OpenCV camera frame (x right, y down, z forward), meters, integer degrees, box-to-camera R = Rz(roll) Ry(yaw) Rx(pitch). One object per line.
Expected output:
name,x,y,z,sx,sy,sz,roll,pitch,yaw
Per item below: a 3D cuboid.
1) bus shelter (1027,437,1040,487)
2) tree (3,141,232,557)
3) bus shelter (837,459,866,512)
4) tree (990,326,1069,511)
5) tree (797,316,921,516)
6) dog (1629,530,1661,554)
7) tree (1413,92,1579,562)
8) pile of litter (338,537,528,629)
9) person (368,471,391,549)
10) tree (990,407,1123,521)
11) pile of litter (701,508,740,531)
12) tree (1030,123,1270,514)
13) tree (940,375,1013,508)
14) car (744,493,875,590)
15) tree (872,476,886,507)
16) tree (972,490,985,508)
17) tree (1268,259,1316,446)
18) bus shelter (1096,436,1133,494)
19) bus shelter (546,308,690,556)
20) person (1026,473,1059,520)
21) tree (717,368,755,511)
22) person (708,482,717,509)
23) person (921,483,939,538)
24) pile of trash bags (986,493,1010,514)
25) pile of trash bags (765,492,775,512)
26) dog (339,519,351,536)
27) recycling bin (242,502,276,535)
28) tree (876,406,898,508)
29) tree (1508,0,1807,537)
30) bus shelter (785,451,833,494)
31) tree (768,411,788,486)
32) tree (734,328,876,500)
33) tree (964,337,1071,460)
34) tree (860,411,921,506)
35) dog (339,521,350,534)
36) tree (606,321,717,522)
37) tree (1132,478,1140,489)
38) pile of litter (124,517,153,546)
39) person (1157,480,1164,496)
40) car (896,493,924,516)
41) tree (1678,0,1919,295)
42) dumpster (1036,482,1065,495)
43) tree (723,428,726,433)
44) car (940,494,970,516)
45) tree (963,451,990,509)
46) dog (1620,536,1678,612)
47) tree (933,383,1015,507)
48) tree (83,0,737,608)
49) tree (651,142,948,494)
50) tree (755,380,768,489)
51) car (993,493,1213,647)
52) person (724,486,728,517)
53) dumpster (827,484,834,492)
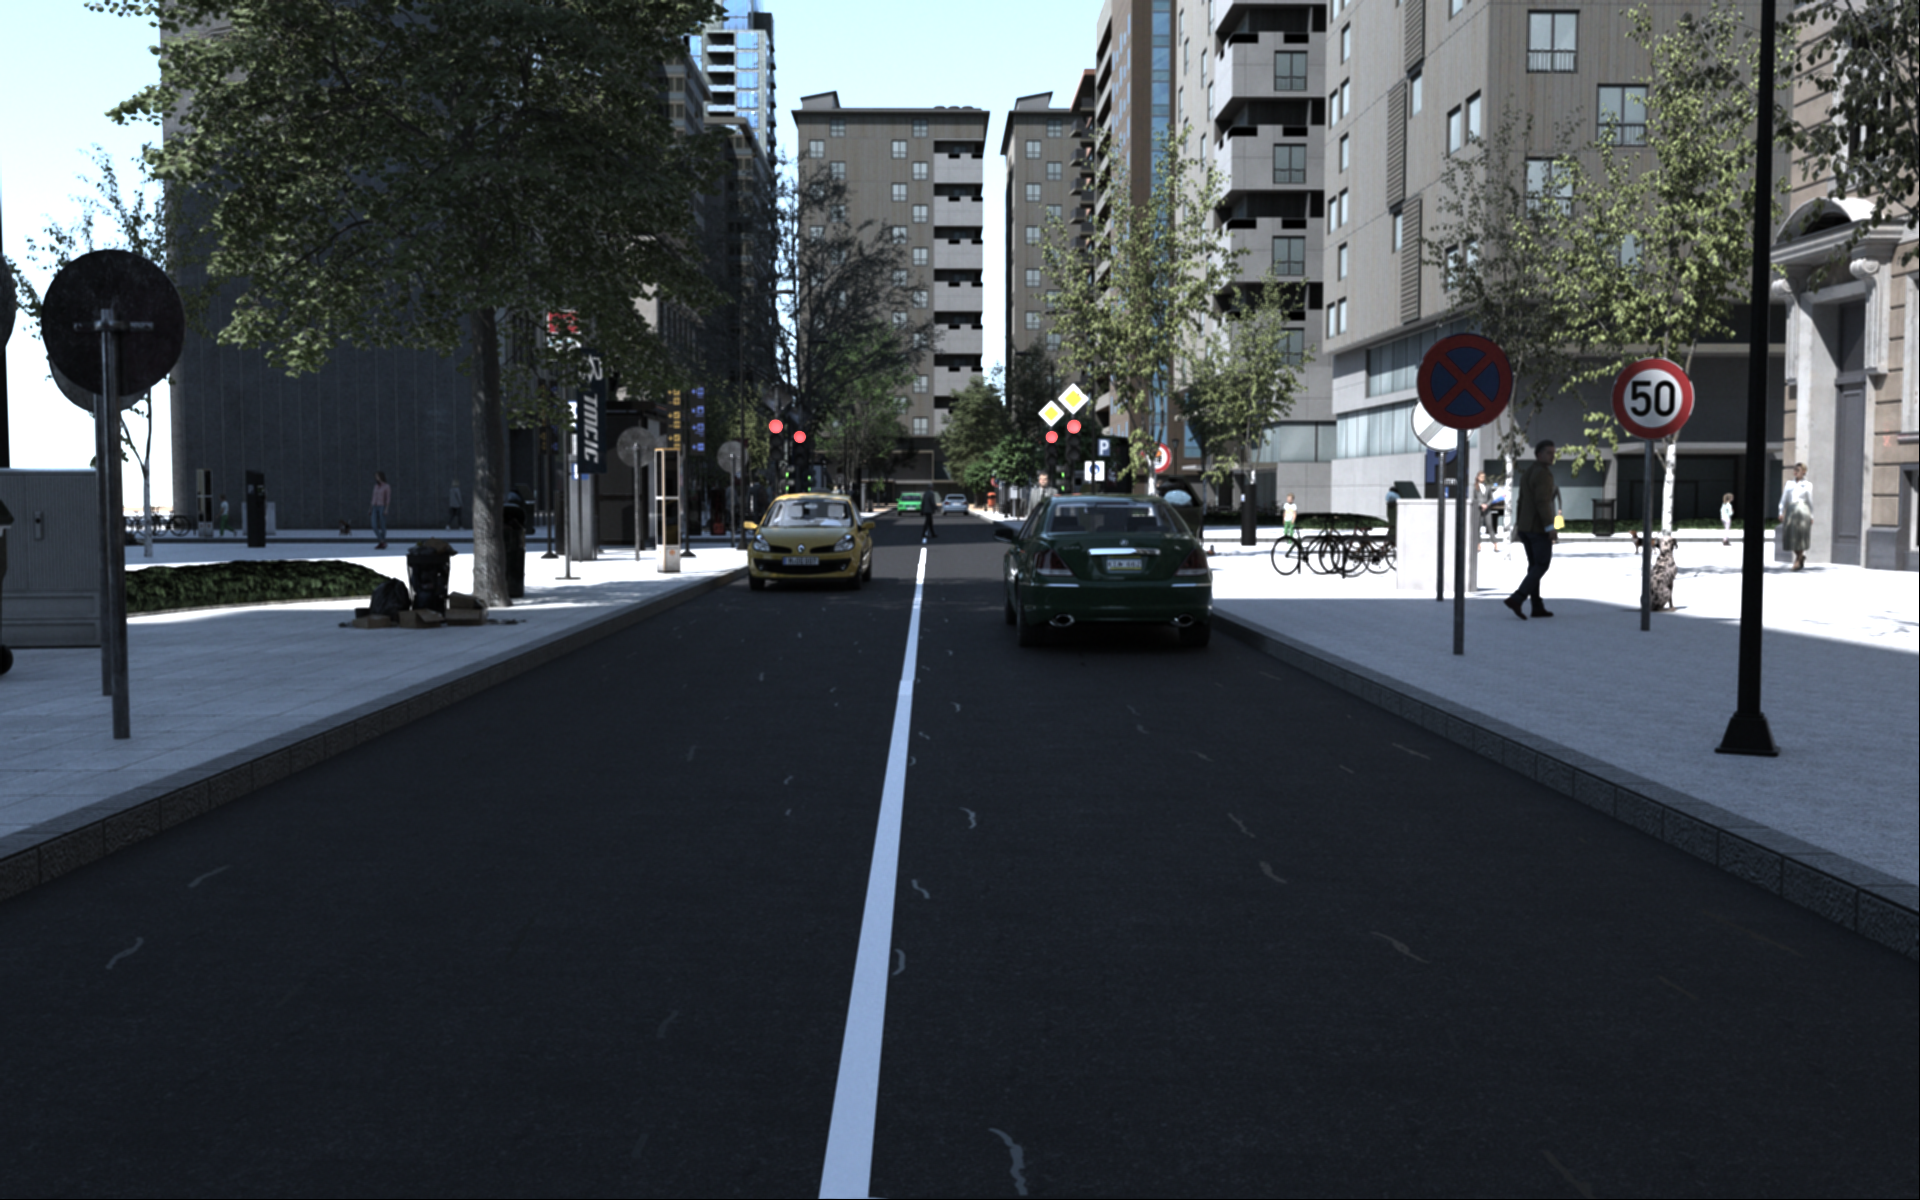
bus shelter,4.946,-8.602,118.281,2.179,5.291,8.768,0,4,-1
tree,-16.905,-5.194,35.292,4.737,8.622,4.395,0,3,0
bus shelter,-7.423,-7.829,119.285,1.731,3.624,6.357,0,4,-1
tree,3.111,-7.718,76.549,4.360,8.622,3.978,0,3,0
tree,-6.073,-10.716,100.963,9.928,11.665,9.643,0,3,0
dog,14.631,-1.235,37.029,0.540,0.507,0.406,0,4,-3
tree,10.669,-5.039,32.756,4.360,8.622,3.978,0,3,0
pile of litter,-5.152,-0.185,16.982,1.719,0.858,1.176,0,4,-5
person,-13.533,-2.097,40.345,0.555,1.821,0.388,1,4,12
tree,4.052,-4.782,61.906,4.285,4.588,4.351,0,3,0
pile of litter,-8.269,-2.842,60.431,1.719,0.858,1.176,0,4,7
tree,3.532,-5.103,33.790,4.737,8.622,4.395,0,3,0
tree,1.861,-15.077,164.640,7.486,12.596,7.792,0,3,0
car,-2.311,-1.037,27.185,2.015,1.641,3.980,0,4,0
tree,-7.844,-10.826,171.598,1.663,3.219,1.824,0,3,0
tree,1.558,-9.935,157.040,1.663,3.219,1.824,0,3,0
tree,9.285,-6.399,54.987,4.737,8.622,4.395,0,3,0
bus shelter,5.906,-4.839,70.401,1.731,3.624,6.357,0,4,-1
bus shelter,-7.906,-3.830,40.261,2.179,5.291,8.768,0,4,-1
person,1.461,-1.371,31.022,0.694,1.812,0.767,1,4,12
tree,-12.706,-7.943,80.238,4.737,8.622,4.395,0,3,0
person,-10.537,-4.183,74.536,0.616,1.811,0.778,-3,5,-44
person,-0.939,-2.908,56.445,0.834,1.777,0.661,-3,5,-43
pile of trash bags,3.314,-6.128,109.945,3.447,1.369,1.912,-1,4,-22
pile of trash bags,-7.268,-4.171,77.948,3.447,1.369,1.912,-2,4,-34
dog,-18.793,-2.209,52.943,0.406,0.507,0.540,-2,4,-28
recycling bin,-21.817,-2.529,53.896,0.722,1.027,0.722,1,4,11
tree,-6.982,-9.909,112.375,4.360,8.622,3.978,0,3,0
tree,10.485,-4.610,25.731,4.737,8.622,4.395,0,3,0
bus shelter,-7.216,-5.448,82.997,2.014,3.302,5.546,0,4,-1
tree,-13.004,-9.762,109.970,4.737,8.622,4.395,0,3,0
tree,-6.641,-7.577,74.253,4.360,8.622,3.978,0,3,0
tree,3.853,-10.293,102.701,7.601,10.594,8.767,0,4,-7
tree,-7.876,-15.694,191.002,8.767,10.594,7.601,2,4,31
dog,-19.769,-2.309,55.486,0.550,0.427,0.748,1,4,23
tree,-13.465,-7.578,74.256,4.737,8.622,4.395,0,3,0
tree,10.345,-7.060,110.030,1.663,3.219,1.824,0,3,0
pile of litter,-20.932,-1.809,43.546,1.176,0.858,1.719,-2,4,-25
person,5.582,-2.399,47.744,0.654,1.822,0.581,0,4,3
car,-3.245,-6.467,114.530,1.959,1.807,4.718,0,4,-2
tree,7.756,-3.838,13.108,4.360,8.622,3.978,0,3,0
dumpster,3.762,-4.018,71.447,1.264,1.857,1.865,0,4,-1
tree,-14.998,-10.636,124.266,4.360,8.622,3.978,0,3,0
car,-0.324,-6.420,116.974,2.014,1.417,4.499,0,4,-2
tree,2.880,-6.109,83.598,4.285,4.588,4.351,0,3,0
dog,7.578,-0.286,19.054,0.800,0.831,0.513,0,4,-6
tree,2.115,-15.898,176.933,9.611,12.733,9.660,0,3,0
tree,-5.636,-6.174,19.079,7.486,12.596,7.792,0,3,0
tree,-5.632,-9.169,60.280,12.009,13.543,11.850,0,3,0
tree,-12.736,-8.302,86.093,4.737,8.622,4.395,0,3,0
car,1.424,-0.362,17.721,2.131,1.459,4.920,0,4,-1
person,-12.078,-5.036,89.381,0.522,1.701,0.512,-2,4,-34
dumpster,-9.233,-7.038,117.563,1.502,2.255,1.985,0,4,-1
